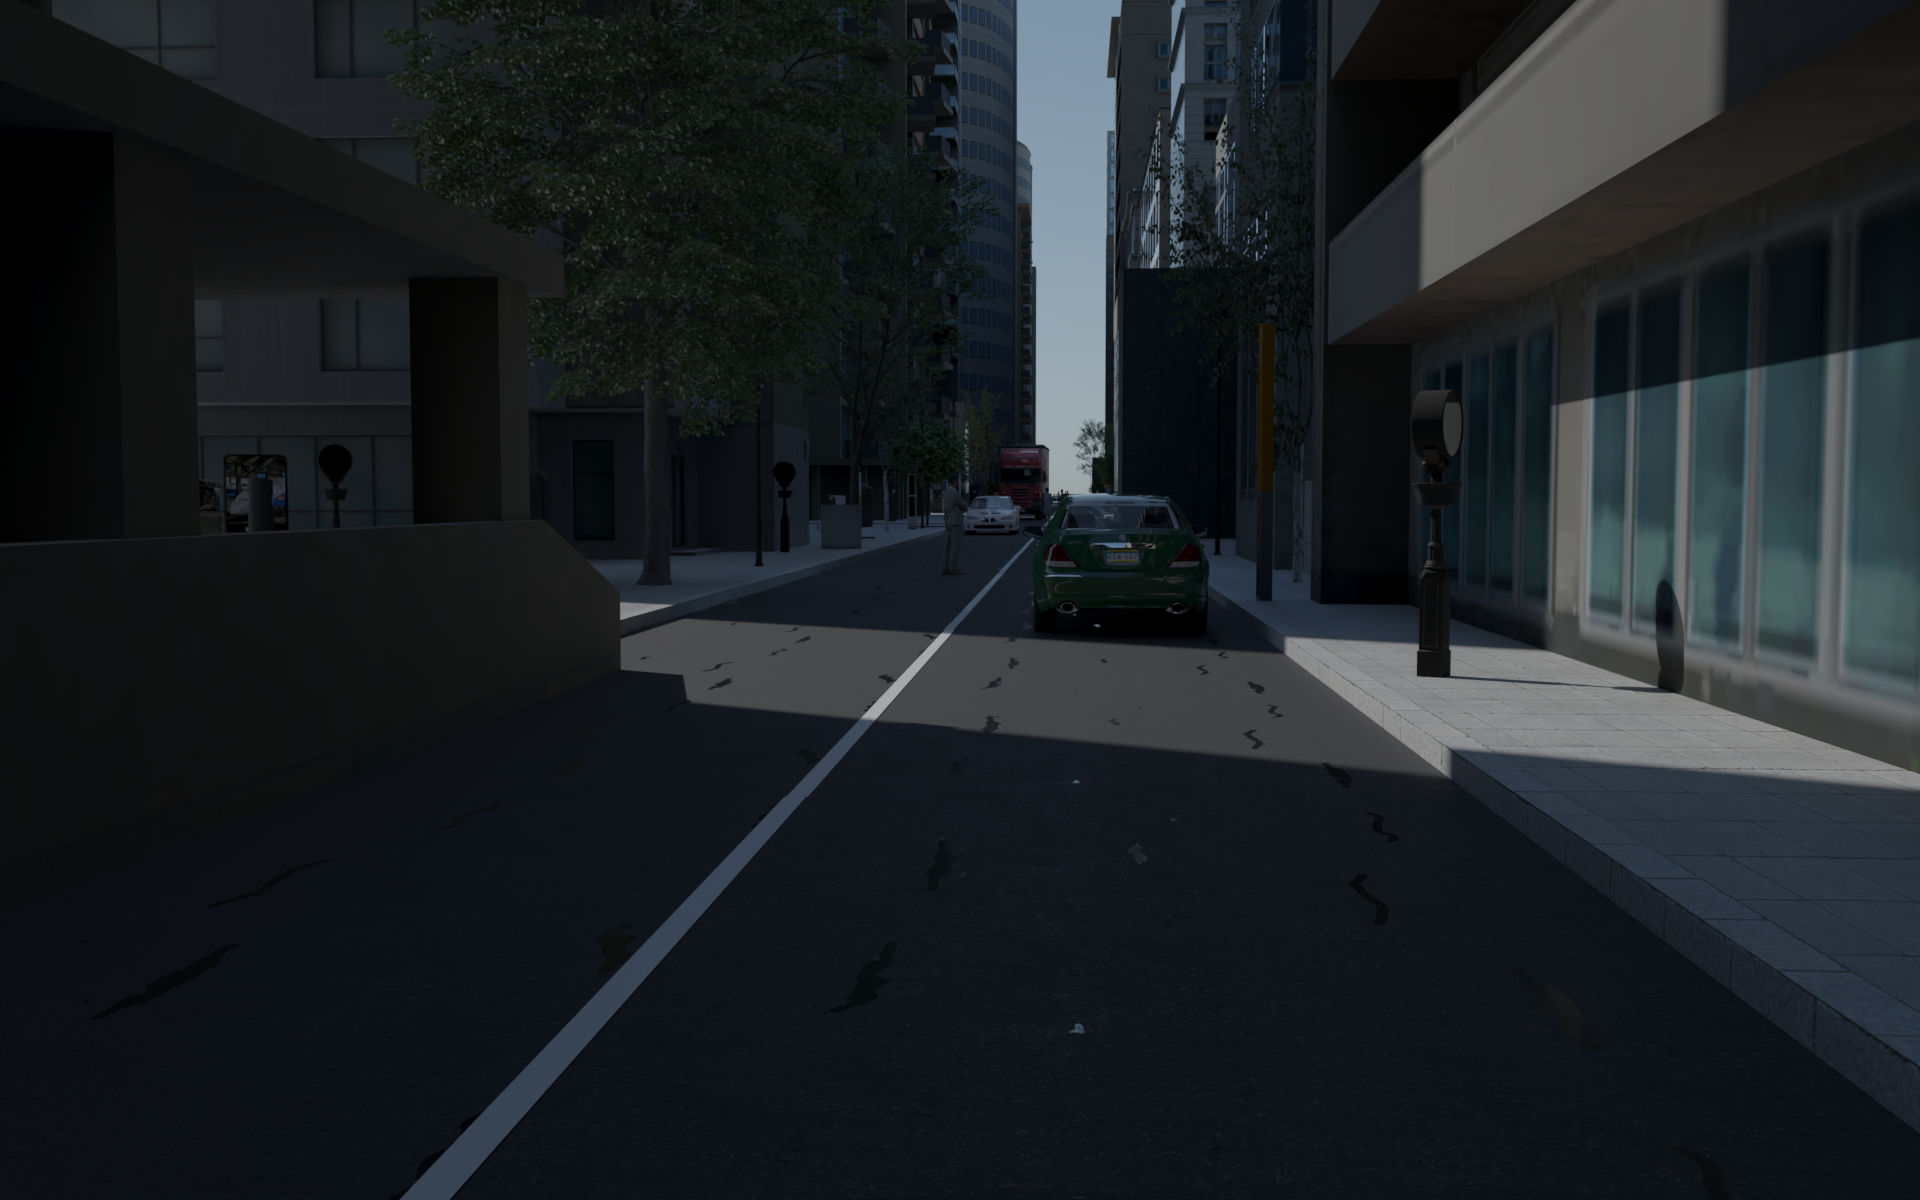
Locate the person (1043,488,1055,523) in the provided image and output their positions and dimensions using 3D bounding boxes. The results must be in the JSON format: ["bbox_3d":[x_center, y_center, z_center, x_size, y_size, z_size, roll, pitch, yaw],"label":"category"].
[{"bbox_3d":[4.474,-4.783,87.270,0.480,1.755,0.524,2,4,32],"label":"person"}]

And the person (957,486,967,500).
[{"bbox_3d":[-0.047,-5.516,96.213,0.794,1.824,0.713,-2,4,-28],"label":"person"}]

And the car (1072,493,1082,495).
[{"bbox_3d":[10.460,-8.719,151.599,2.155,1.783,4.494,0,4,5],"label":"car"}]

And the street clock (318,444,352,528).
[{"bbox_3d":[-9.092,-1.264,25.240,0.471,2.002,0.358,-1,4,-22],"label":"street clock"}]

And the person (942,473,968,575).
[{"bbox_3d":[-0.062,-1.356,30.853,0.466,1.800,0.511,-3,5,-44],"label":"person"}]

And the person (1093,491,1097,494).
[{"bbox_3d":[19.729,-15.030,252.584,0.742,1.727,0.445,2,4,26],"label":"person"}]

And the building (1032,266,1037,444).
[{"bbox_3d":[6.171,-37.879,302.919,14.154,41.232,14.086,0,4,4],"label":"building"}]

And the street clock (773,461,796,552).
[{"bbox_3d":[-3.860,-2.054,38.158,0.471,2.002,0.358,0,4,6],"label":"street clock"}]

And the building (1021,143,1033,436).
[{"bbox_3d":[0.840,-45.235,281.585,21.231,58.520,28.212,0,4,4],"label":"building"}]

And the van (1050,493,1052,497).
[{"bbox_3d":[5.786,-7.731,130.793,2.240,2.365,5.245,0,4,2],"label":"van"}]

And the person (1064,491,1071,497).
[{"bbox_3d":[12.124,-11.463,195.922,1.348,1.823,0.705,-2,4,-34],"label":"person"}]

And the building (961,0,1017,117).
[{"bbox_3d":[-5.437,-38.271,167.731,21.231,58.520,28.212,0,4,4],"label":"building"}]

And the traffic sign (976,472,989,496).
[{"bbox_3d":[1.292,-6.142,100.533,0.768,2.556,0.104,0,4,4],"label":"traffic sign"}]

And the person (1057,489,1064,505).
[{"bbox_3d":[7.644,-7.492,131.186,0.583,1.804,0.606,1,4,15],"label":"person"}]

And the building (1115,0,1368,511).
[{"bbox_3d":[25.646,-33.071,164.416,21.300,48.544,21.600,0,4,4],"label":"building"}]

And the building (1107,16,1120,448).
[{"bbox_3d":[30.507,-36.654,188.523,28.713,52.752,27.495,0,4,4],"label":"building"}]

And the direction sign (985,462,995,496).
[{"bbox_3d":[2.083,-7.873,120.728,0.876,3.537,0.379,3,5,44],"label":"direction sign"}]

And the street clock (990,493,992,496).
[{"bbox_3d":[2.603,-8.764,147.854,0.358,2.002,0.471,1,4,10],"label":"street clock"}]

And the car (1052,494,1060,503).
[{"bbox_3d":[16.076,-16.889,287.938,2.131,1.459,4.920,0,4,4],"label":"car"}]

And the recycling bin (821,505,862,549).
[{"bbox_3d":[-2.790,-1.721,40.694,0.722,1.027,0.722,-3,4,-39],"label":"recycling bin"}]

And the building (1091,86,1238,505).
[{"bbox_3d":[33.915,-60.065,294.729,22.319,86.520,31.000,0,4,4],"label":"building"}]

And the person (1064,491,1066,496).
[{"bbox_3d":[13.544,-13.093,222.590,1.348,1.822,0.705,1,4,14],"label":"person"}]

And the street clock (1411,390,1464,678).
[{"bbox_3d":[3.338,-0.463,12.144,0.358,2.002,0.471,2,4,33],"label":"street clock"}]

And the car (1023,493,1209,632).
[{"bbox_3d":[1.754,-0.467,19.433,2.131,1.459,4.920,0,4,4],"label":"car"}]

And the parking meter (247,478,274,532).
[{"bbox_3d":[-10.936,-1.144,27.110,0.372,1.533,0.369,0,3,0],"label":"parking meter"}]

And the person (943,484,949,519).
[{"bbox_3d":[-0.566,-4.876,86.170,0.661,1.777,0.834,-1,4,-21],"label":"person"}]

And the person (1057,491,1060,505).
[{"bbox_3d":[12.840,-13.311,226.275,0.705,1.807,1.348,0,4,4],"label":"person"}]

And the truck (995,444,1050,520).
[{"bbox_3d":[3.737,-6.808,100.223,2.839,4.237,11.283,0,4,5],"label":"truck"}]

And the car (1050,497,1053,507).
[{"bbox_3d":[9.669,-11.548,198.403,1.945,1.707,3.694,0,4,3],"label":"car"}]

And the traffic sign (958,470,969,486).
[{"bbox_3d":[-0.019,-4.696,78.970,0.795,2.593,0.064,0,4,4],"label":"traffic sign"}]

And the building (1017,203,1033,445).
[{"bbox_3d":[-0.603,-36.632,253.552,22.147,44.769,28.867,0,4,4],"label":"building"}]

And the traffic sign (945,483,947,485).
[{"bbox_3d":[-0.543,-4.209,71.002,0.795,2.593,0.064,0,4,4],"label":"traffic sign"}]

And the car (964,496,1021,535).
[{"bbox_3d":[1.173,-3.056,62.334,2.083,1.381,4.827,0,4,4],"label":"car"}]

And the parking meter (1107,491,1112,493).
[{"bbox_3d":[11.460,-7.679,133.958,0.372,1.533,0.369,0,3,0],"label":"parking meter"}]

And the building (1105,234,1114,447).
[{"bbox_3d":[29.920,-36.065,273.256,14.154,41.232,14.086,0,4,4],"label":"building"}]

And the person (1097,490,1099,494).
[{"bbox_3d":[17.359,-12.974,218.145,0.705,1.826,1.348,2,4,31],"label":"person"}]

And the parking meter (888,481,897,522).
[{"bbox_3d":[-3.154,-4.576,80.521,0.255,1.863,0.399,3,5,42],"label":"parking meter"}]

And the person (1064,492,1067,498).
[{"bbox_3d":[13.544,-12.885,219.268,0.705,1.812,1.348,2,4,28],"label":"person"}]

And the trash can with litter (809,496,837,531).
[{"bbox_3d":[-4.377,-2.996,60.041,1.678,1.210,2.233,-2,4,-32],"label":"trash can with litter"}]

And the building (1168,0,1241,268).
[{"bbox_3d":[25.185,-18.680,82.918,29.804,29.767,11.434,0,4,4],"label":"building"}]

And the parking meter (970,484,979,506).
[{"bbox_3d":[0.934,-7.359,126.034,0.399,1.863,0.255,-2,4,-31],"label":"parking meter"}]

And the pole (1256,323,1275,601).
[{"bbox_3d":[3.663,-1.647,20.766,0.158,3.312,0.155,0,3,0],"label":"pole"}]
